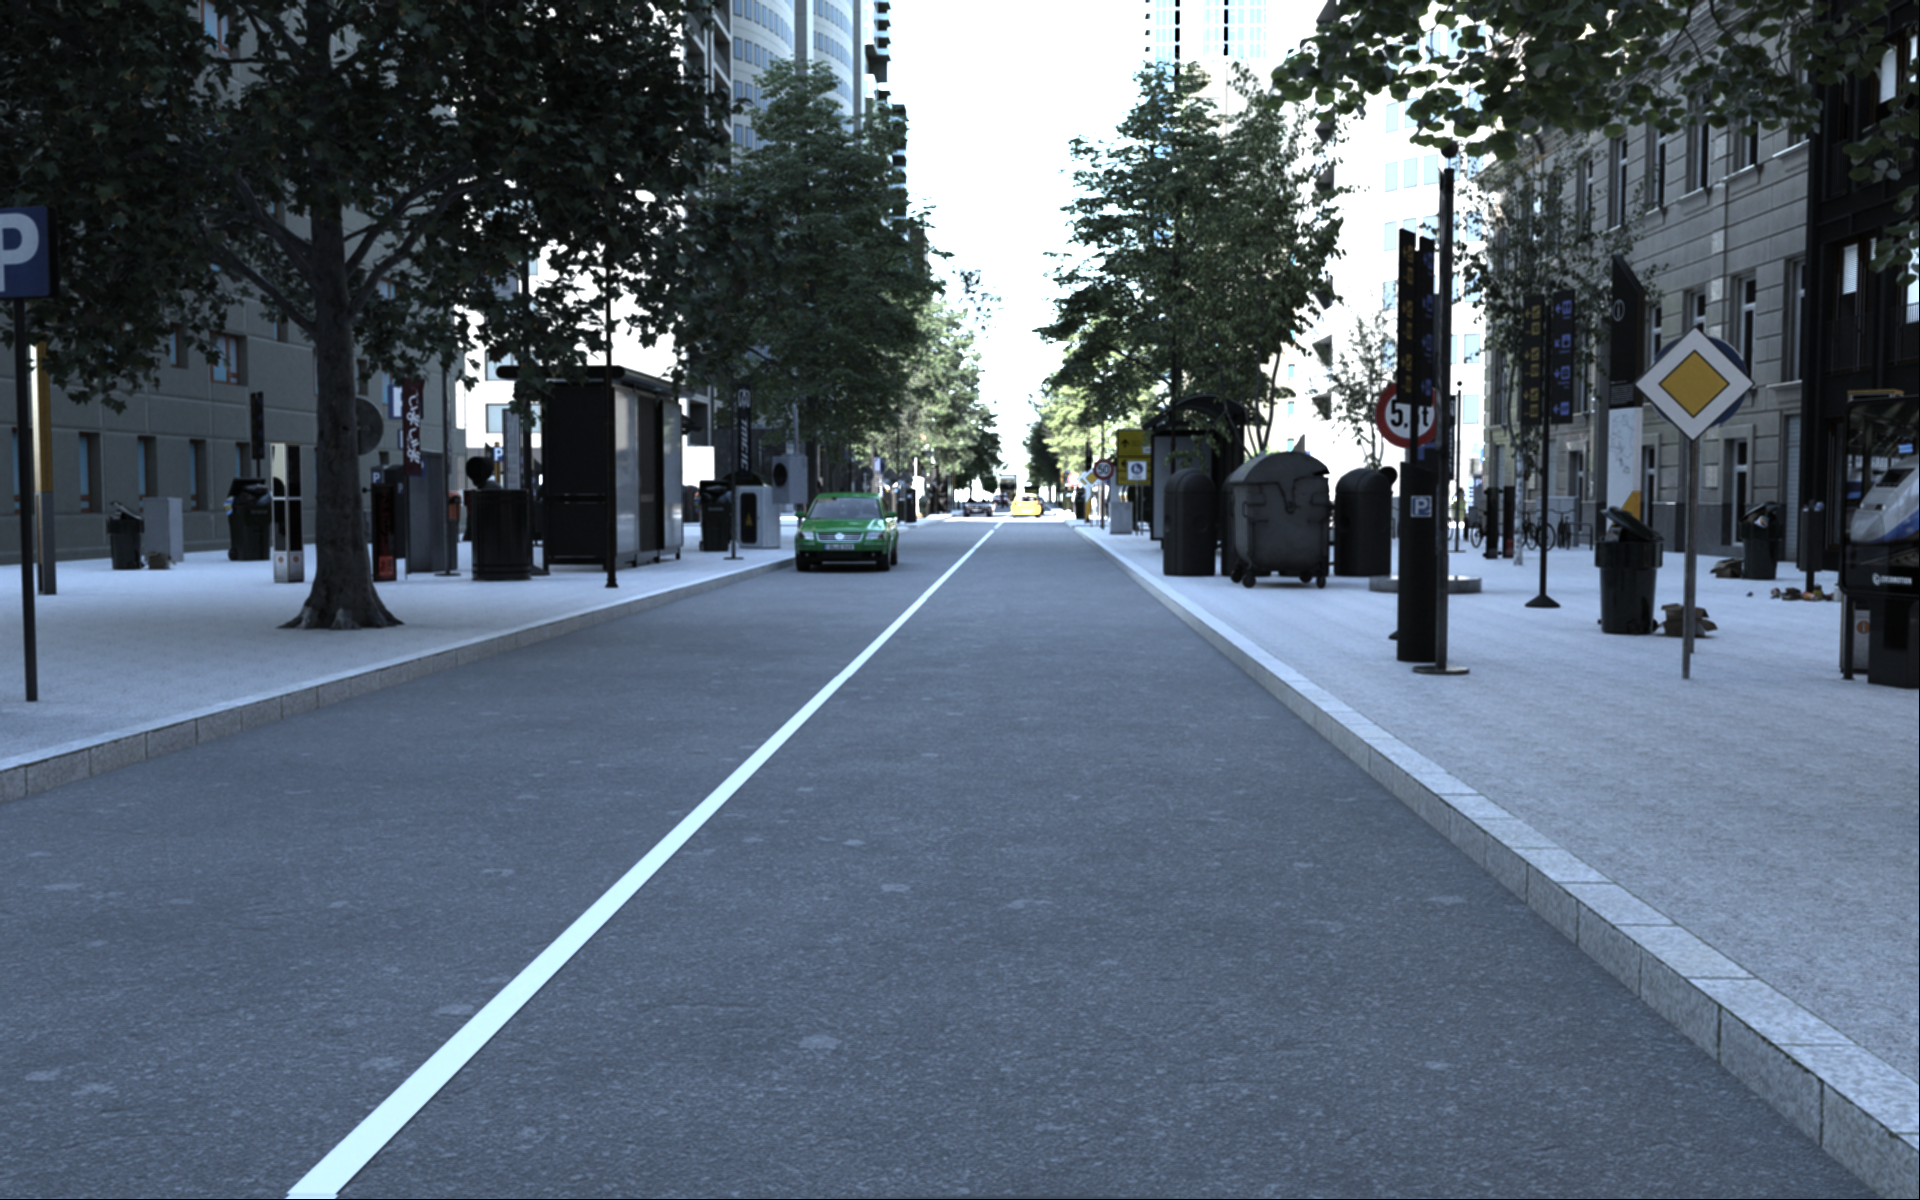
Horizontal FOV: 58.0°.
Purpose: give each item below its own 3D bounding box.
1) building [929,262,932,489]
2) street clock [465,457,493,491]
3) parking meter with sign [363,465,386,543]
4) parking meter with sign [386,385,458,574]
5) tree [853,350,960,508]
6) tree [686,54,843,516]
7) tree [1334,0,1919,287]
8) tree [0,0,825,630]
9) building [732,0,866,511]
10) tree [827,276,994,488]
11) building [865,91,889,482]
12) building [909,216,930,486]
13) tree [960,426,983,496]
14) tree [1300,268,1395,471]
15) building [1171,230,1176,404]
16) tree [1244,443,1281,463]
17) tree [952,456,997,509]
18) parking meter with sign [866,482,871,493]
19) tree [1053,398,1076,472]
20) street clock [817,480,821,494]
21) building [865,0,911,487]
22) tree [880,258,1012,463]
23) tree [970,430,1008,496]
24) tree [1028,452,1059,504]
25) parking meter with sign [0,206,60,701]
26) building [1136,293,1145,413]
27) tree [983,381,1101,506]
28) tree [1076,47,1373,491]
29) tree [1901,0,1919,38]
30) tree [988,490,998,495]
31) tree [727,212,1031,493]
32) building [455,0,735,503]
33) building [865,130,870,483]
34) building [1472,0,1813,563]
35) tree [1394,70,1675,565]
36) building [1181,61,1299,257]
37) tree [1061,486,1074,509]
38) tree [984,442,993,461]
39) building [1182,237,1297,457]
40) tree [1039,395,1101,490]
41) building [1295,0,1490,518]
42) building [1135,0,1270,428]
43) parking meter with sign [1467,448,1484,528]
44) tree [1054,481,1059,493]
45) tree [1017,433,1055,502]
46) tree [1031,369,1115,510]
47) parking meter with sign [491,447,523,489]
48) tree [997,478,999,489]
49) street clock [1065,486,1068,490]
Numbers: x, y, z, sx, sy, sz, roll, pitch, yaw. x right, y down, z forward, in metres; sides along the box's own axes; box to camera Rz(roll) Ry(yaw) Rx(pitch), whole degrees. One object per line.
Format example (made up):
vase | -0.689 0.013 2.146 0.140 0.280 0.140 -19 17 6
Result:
building | -12.254 -37.495 296.628 14.154 41.232 14.086 0 4 2
street clock | -9.291 -1.770 33.516 0.471 2.002 0.358 1 4 17
parking meter with sign | -15.163 -3.021 45.659 0.543 3.016 1.738 2 4 26
parking meter with sign | -8.792 -1.973 28.522 0.543 3.016 1.738 0 4 4
tree | -2.970 -8.226 84.858 4.360 8.622 3.978 0 3 0
tree | -3.975 -7.815 45.898 7.486 12.596 7.792 0 3 0
tree | 3.709 -5.375 6.014 7.486 12.596 7.792 0 3 0
tree | -6.108 -6.081 16.429 9.611 12.733 9.660 0 3 0
building | -20.709 -38.007 163.420 21.231 58.520 28.212 0 4 2
tree | -2.838 -11.869 100.720 9.857 13.997 8.962 0 3 0
building | -19.836 -35.435 203.071 21.300 48.544 21.600 0 4 2
building | -12.268 -38.653 282.079 14.600 45.320 14.200 0 4 2
tree | -0.872 -12.540 155.399 4.360 8.622 3.978 0 3 0
tree | 13.130 -6.440 55.651 4.360 8.622 3.978 0 3 0
building | 29.050 -25.101 182.106 14.160 30.474 14.107 0 4 2
tree | 19.222 -7.625 108.374 4.285 4.588 4.351 0 3 0
tree | -0.111 -9.872 145.118 4.285 4.588 4.351 0 3 0
parking meter with sign | -5.728 -7.080 112.012 0.543 3.016 1.738 3 4 37
tree | 9.031 -11.060 131.197 4.737 8.622 4.395 0 3 0
street clock | -7.561 -5.286 90.997 0.471 2.002 0.358 -1 4 -16
building | -17.648 -57.847 258.462 22.319 86.520 31.000 0 4 2
tree | -2.975 -16.749 129.739 12.611 20.169 13.585 0 3 0
tree | 2.630 -17.875 226.666 7.601 10.594 8.767 -1 4 -15
tree | 13.268 -18.383 234.978 8.767 10.594 7.601 -1 4 -17
parking meter with sign | -5.976 -0.831 9.851 0.543 3.016 1.738 1 4 16
building | 42.631 -36.895 295.116 32.217 40.220 23.993 0 4 2
tree | 10.314 -16.515 180.397 12.009 13.543 11.850 0 3 0
tree | 4.896 -4.807 28.961 4.737 8.622 4.395 0 3 0
tree | 10.783 -3.961 15.117 4.360 8.622 3.978 0 3 0
tree | 5.265 -17.178 275.459 1.663 3.219 1.824 0 3 0
tree | -4.520 -8.294 61.360 9.928 11.665 9.643 0 3 0
building | -21.693 -40.361 98.155 20.563 71.187 20.611 0 4 2
building | -17.273 -30.663 184.936 14.154 41.232 14.086 0 4 2
building | 21.474 -14.930 41.376 12.463 27.353 25.104 0 4 2
tree | 10.297 -4.929 30.949 4.360 8.622 3.978 0 3 0
building | 28.223 -29.598 167.514 14.154 41.232 14.086 0 4 2
tree | 10.132 -9.625 151.967 1.663 3.219 1.824 0 3 0
tree | 2.039 -15.546 204.544 4.360 8.622 3.978 0 3 0
building | 31.096 -17.468 130.636 27.650 21.520 28.899 0 4 2
tree | 7.534 -9.849 111.397 4.360 8.622 3.978 0 3 0
building | 33.743 -33.692 92.860 28.212 58.520 21.231 0 4 2
building | 36.056 -58.338 266.501 22.319 86.520 31.000 0 4 2
parking meter with sign | 19.638 -4.225 65.341 0.543 3.016 1.738 2 4 34
tree | 12.691 -13.784 219.977 1.663 3.219 1.824 0 3 0
tree | 14.857 -23.639 293.151 9.857 13.997 8.962 0 3 0
tree | 8.756 -13.136 140.521 9.928 11.665 9.643 0 3 0
parking meter with sign | -16.368 -4.105 63.370 1.738 3.016 0.543 3 4 38
tree | 4.349 -16.630 255.605 4.285 4.588 4.351 0 3 0
street clock | 9.170 -8.727 147.254 0.471 2.002 0.358 -1 4 -12
